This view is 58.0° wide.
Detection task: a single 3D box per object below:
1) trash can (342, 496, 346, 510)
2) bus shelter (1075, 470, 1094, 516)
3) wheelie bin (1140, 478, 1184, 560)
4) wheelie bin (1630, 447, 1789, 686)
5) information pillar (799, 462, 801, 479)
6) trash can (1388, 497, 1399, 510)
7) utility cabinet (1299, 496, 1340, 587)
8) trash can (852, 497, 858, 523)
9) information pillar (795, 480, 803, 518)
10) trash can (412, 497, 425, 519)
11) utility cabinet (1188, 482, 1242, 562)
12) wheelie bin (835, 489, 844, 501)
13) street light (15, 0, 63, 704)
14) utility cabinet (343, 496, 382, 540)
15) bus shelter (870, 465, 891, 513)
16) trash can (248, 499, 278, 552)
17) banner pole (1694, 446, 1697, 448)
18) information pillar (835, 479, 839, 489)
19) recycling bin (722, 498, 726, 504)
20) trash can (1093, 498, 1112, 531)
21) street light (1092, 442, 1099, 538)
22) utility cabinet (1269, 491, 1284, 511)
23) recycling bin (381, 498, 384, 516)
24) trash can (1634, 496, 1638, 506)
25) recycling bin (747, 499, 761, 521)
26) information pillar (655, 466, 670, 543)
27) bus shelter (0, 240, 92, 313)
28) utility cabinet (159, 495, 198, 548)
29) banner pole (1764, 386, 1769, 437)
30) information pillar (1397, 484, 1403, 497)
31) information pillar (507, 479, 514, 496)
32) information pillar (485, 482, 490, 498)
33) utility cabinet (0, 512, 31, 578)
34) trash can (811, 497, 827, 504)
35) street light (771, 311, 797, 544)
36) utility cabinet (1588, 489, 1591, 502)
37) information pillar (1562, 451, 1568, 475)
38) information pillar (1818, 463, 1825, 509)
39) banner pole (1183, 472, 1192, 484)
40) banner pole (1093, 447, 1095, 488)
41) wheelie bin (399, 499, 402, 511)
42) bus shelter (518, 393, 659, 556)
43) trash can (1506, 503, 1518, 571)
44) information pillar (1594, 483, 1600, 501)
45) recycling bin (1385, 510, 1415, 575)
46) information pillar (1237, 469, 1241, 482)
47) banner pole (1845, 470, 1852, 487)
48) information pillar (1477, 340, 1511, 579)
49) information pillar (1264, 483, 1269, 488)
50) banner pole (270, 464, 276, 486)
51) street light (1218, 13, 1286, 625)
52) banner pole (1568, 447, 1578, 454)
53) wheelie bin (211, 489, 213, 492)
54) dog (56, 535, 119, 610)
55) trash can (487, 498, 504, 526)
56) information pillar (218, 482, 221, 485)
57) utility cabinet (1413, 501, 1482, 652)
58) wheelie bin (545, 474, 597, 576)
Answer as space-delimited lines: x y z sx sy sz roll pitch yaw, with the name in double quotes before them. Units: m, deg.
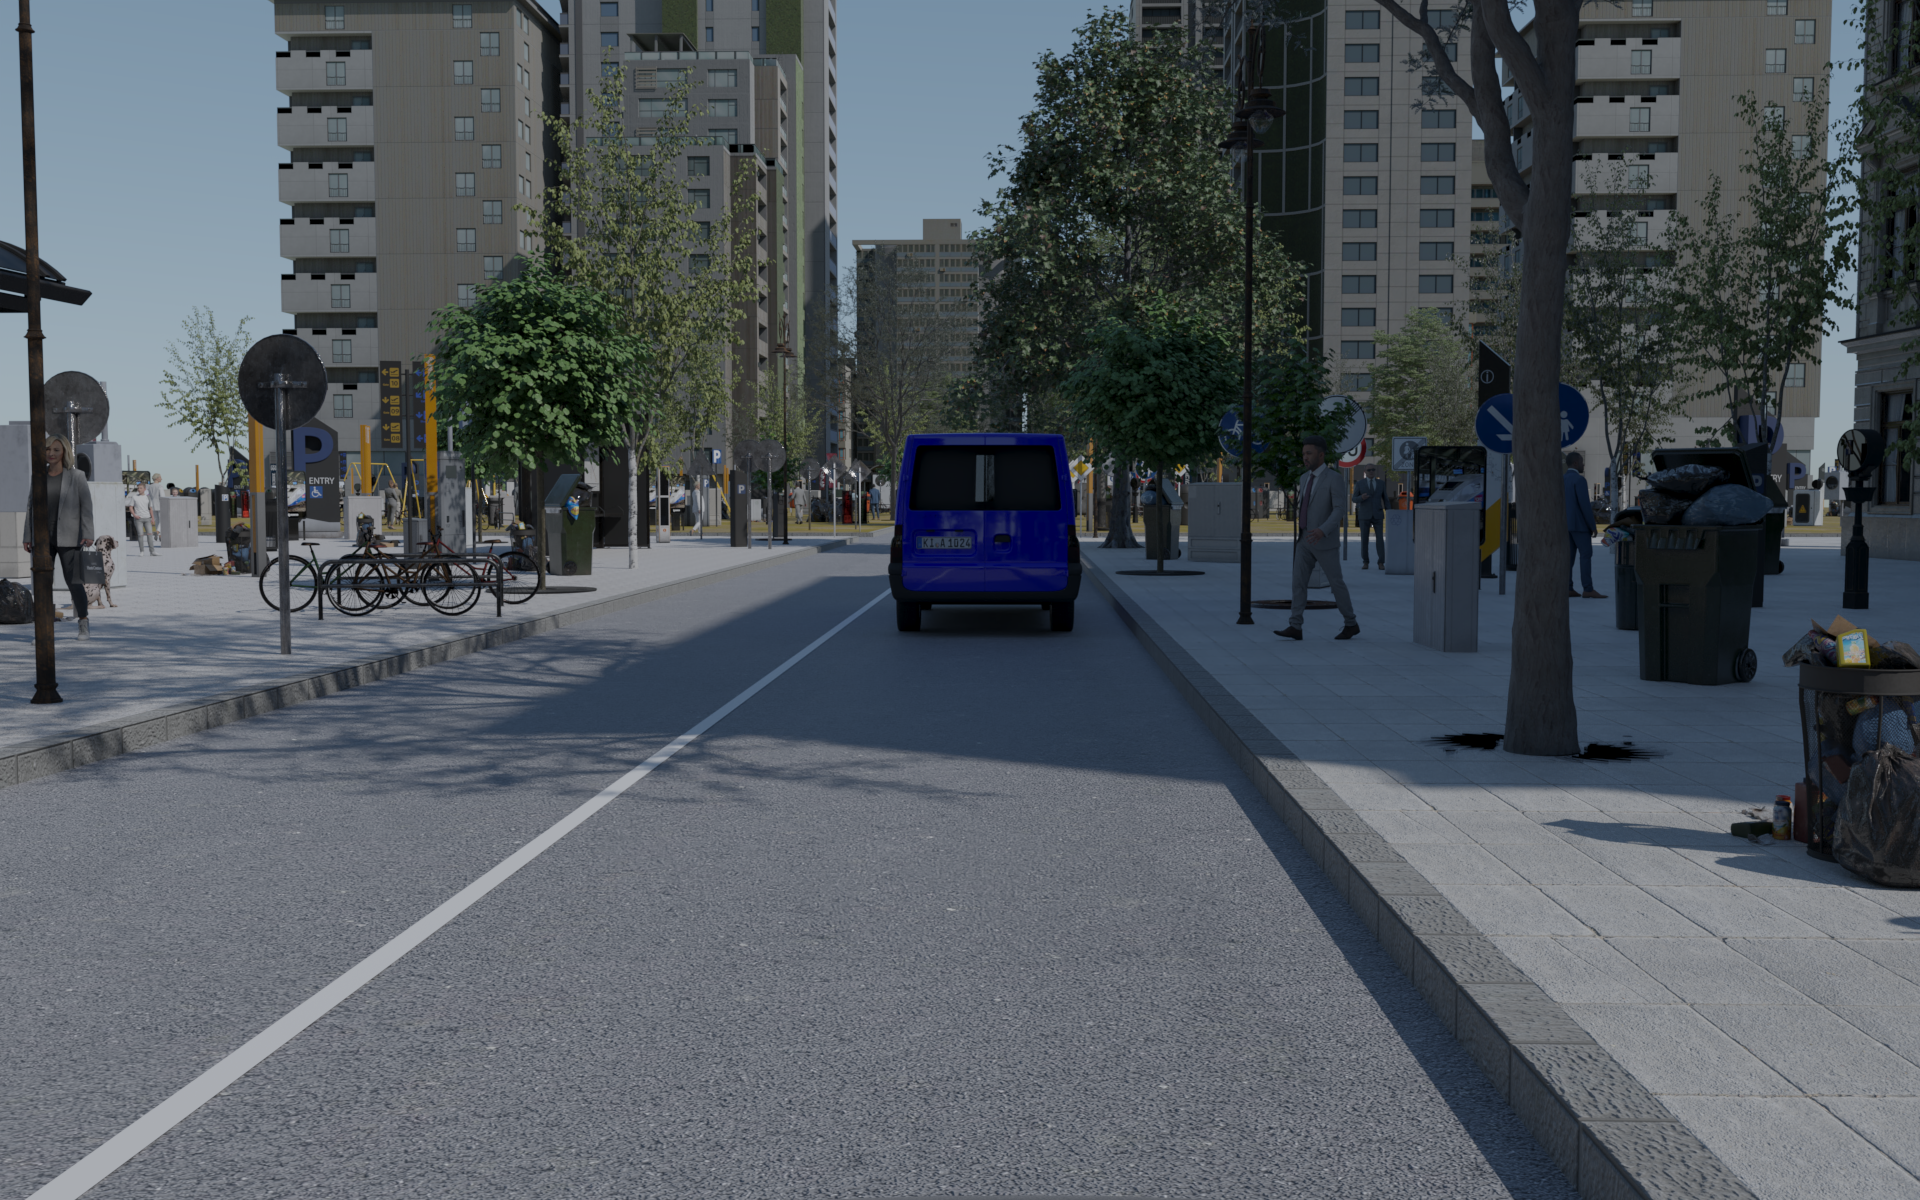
"trash can" -42.201 -6.578 119.203 0.748 1.137 0.748 0 3 0
"bus shelter" 7.325 -6.824 105.490 2.014 3.302 5.546 0 4 2
"wheelie bin" 3.942 -1.594 33.969 0.693 1.594 0.980 2 4 29
"wheelie bin" 5.047 -0.240 11.836 0.693 1.594 0.980 -3 5 -40
"information pillar" -10.920 -7.748 118.030 0.183 3.616 0.504 0 4 -2
"trash can" 21.578 -4.544 85.954 0.748 1.137 0.748 0 3 0
"utility cabinet" 4.992 -0.934 23.952 0.318 1.500 1.173 2 4 25
"trash can" -4.638 -3.922 75.779 0.748 1.137 0.748 0 3 0
"information pillar" -8.633 -5.406 92.881 0.304 2.012 0.304 -2 4 -32
"trash can" -28.013 -4.771 89.665 0.748 1.137 0.748 0 3 0
"utility cabinet" 4.856 -1.462 32.590 1.173 1.500 0.318 3 5 41
"wheelie bin" -7.817 -6.400 112.551 0.980 1.594 0.693 0 4 -7
"street light" -5.622 -2.306 10.483 0.468 5.910 1.993 0 4 2
"utility cabinet" -16.947 -2.323 49.138 0.306 1.237 1.020 3 5 43
"bus shelter" -5.303 -7.852 122.311 2.014 3.302 5.546 0 4 2
"trash can" -15.491 -1.652 38.657 0.748 1.137 0.748 0 3 0
"banner pole" 38.551 -6.137 90.358 0.863 3.779 0.401 -1 4 -9
"information pillar" -8.771 -8.077 123.413 0.183 3.616 0.504 -3 5 -45
"recycling bin" -16.522 -6.516 119.095 0.722 1.027 0.722 -1 4 -19
"trash can" 4.981 -2.981 60.390 0.748 1.137 0.748 0 3 0
"street light" 3.958 -4.748 50.420 0.468 5.910 1.993 0 4 2
"utility cabinet" 23.252 -7.278 127.668 1.173 1.500 0.318 0 4 -4
"recycling bin" -34.775 -5.539 103.117 0.722 1.027 0.722 -3 4 -36
"trash can" 46.285 -6.505 118.003 0.748 1.137 0.748 0 3 0
"recycling bin" -9.870 -4.265 82.286 0.722 1.027 0.722 -1 4 -16
"information pillar" -7.783 -2.499 45.343 0.304 2.012 0.304 -2 4 -27
"bus shelter" -7.908 -1.039 10.917 2.014 3.302 5.546 0 4 2
"utility cabinet" -18.802 -1.869 41.712 0.306 1.237 1.020 1 4 13
"banner pole" 18.624 -3.065 40.124 0.401 3.779 0.863 2 4 26
"information pillar" 31.244 -7.248 122.995 0.304 2.012 0.304 0 4 1
"information pillar" -30.879 -7.808 119.015 0.504 3.616 0.183 -1 4 -23
"information pillar" -34.169 -8.189 125.252 0.183 3.616 0.504 1 4 21
"utility cabinet" -14.355 -1.104 26.733 0.318 1.500 1.173 0 4 4
"trash can" -6.657 -4.289 81.785 0.748 1.137 0.748 0 3 0
"street light" -4.443 -4.354 43.983 0.468 5.910 1.993 0 4 2
"utility cabinet" 26.943 -4.101 75.731 1.173 1.500 0.318 0 4 -2
"information pillar" 32.843 -6.279 94.010 0.183 3.616 0.504 -3 5 -40
"information pillar" 63.805 -8.374 128.277 0.504 3.616 0.183 -1 4 -8
"banner pole" 11.876 -6.217 91.658 0.863 3.779 0.401 1 4 13
"banner pole" 7.044 -6.228 91.839 0.401 3.779 0.863 3 4 38
"wheelie bin" -43.377 -7.684 133.542 0.693 1.594 0.980 -2 4 -28
"bus shelter" -7.883 -2.831 37.563 1.731 3.624 6.357 0 4 2
"trash can" 9.358 -1.061 28.993 0.748 1.137 0.748 0 3 0
"information pillar" 43.895 -7.027 119.375 0.304 2.012 0.304 -1 4 -20
"recycling bin" 7.235 -0.928 27.719 0.722 1.027 0.722 2 4 26
"information pillar" 21.317 -8.628 132.421 0.183 3.616 0.504 -2 4 -24
"banner pole" 36.915 -5.006 71.857 0.401 3.779 0.863 0 3 0
"information pillar" 8.076 -2.136 26.285 0.504 3.616 0.183 3 4 38
"information pillar" 20.527 -6.814 115.906 0.304 2.012 0.304 1 4 16
"banner pole" -49.654 -8.302 125.759 0.863 3.779 0.401 0 4 -3
"street light" 2.817 -2.699 16.919 0.468 5.910 1.993 0 4 2
"banner pole" 32.586 -6.244 92.113 0.401 3.779 0.863 -1 4 -20
"wheelie bin" -45.148 -5.902 104.406 0.980 1.594 0.693 -1 4 -22
"dog" -9.844 -0.308 19.411 0.800 0.831 0.513 -2 4 -31
"trash can" -18.769 -3.567 69.979 0.748 1.137 0.748 0 3 0
"information pillar" -45.584 -6.268 106.973 0.304 2.012 0.304 -3 4 -37
"utility cabinet" 4.059 -0.205 14.507 0.306 1.237 1.020 0 4 1
"wheelie bin" -6.178 -1.196 27.462 0.693 1.594 0.980 -3 5 -40
